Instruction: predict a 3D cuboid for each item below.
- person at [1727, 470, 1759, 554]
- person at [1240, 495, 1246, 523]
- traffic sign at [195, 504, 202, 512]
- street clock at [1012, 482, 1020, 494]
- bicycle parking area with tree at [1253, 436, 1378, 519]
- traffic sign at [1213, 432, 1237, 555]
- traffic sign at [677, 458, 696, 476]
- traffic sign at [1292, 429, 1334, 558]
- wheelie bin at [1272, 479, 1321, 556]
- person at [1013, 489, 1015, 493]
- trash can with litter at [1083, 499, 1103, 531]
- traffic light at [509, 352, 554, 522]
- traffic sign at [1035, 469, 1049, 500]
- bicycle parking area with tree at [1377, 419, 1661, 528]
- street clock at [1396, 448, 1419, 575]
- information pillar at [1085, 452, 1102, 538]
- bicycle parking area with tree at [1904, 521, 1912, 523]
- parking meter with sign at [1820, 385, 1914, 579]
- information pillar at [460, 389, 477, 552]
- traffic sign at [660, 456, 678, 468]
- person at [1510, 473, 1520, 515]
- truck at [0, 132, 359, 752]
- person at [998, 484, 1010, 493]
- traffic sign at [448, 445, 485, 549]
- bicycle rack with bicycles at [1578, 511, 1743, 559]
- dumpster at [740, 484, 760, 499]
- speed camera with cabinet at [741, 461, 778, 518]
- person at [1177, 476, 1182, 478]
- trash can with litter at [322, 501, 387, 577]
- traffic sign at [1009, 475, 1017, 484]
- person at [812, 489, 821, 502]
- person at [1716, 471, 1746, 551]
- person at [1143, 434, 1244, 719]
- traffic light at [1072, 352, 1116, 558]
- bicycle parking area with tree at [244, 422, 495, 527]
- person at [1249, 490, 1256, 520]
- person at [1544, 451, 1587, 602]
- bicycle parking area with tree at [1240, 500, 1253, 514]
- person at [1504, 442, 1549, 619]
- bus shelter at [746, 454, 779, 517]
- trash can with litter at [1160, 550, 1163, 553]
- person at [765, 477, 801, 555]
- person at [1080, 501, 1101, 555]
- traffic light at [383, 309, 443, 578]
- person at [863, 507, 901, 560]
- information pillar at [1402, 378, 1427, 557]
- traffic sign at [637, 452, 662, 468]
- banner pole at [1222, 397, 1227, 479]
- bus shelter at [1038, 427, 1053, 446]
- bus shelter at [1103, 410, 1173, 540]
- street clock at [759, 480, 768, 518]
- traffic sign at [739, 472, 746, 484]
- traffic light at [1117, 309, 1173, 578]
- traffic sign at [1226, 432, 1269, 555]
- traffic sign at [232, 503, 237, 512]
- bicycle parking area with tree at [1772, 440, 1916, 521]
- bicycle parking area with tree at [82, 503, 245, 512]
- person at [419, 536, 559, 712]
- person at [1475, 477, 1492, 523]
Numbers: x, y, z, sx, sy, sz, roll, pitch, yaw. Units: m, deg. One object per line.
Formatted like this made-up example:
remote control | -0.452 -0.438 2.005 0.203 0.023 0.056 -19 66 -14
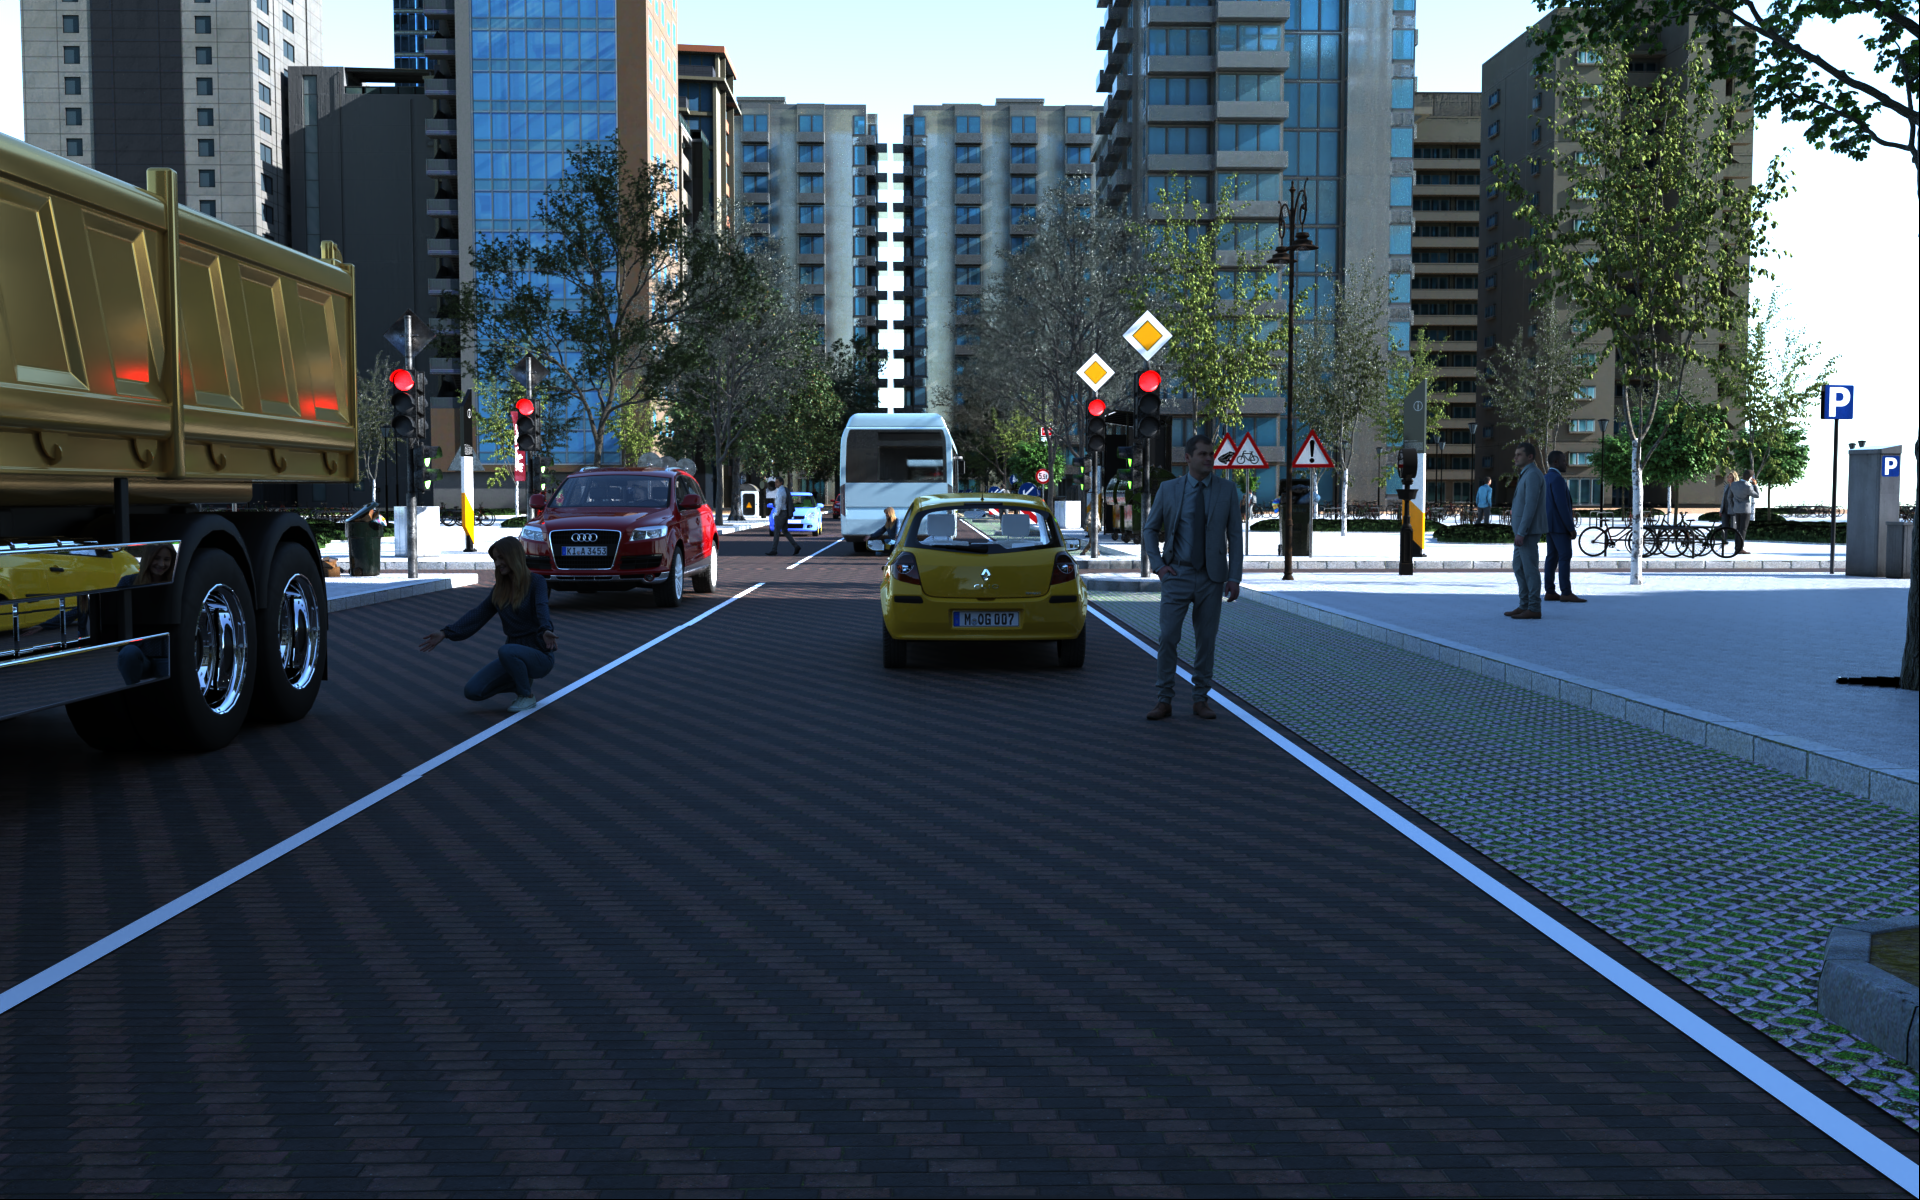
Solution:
person | 16.745 -1.885 37.039 0.473 1.802 0.592 -1 4 -11
person | 12.691 -4.082 77.460 0.362 1.253 0.373 3 5 41
traffic sign | -9.582 -1.326 21.780 0.768 2.556 0.104 0 4 7
street clock | 3.460 -6.247 106.708 0.471 2.002 0.358 -3 4 -38
bicycle parking area with tree | 20.464 -5.915 83.715 9.016 4.147 8.231 -3 4 -38
traffic sign | 5.643 -2.240 36.625 0.884 2.594 0.081 0 4 2
traffic sign | -9.717 -3.743 61.300 0.768 2.556 0.104 0 4 4
traffic sign | 7.064 -2.129 34.818 0.884 2.594 0.081 0 4 4
wheelie bin | 6.982 -1.713 35.914 0.980 1.594 0.693 0 4 4
person | 4.860 -9.257 157.411 0.705 1.823 1.348 -2 4 -32
trash can with litter | 4.483 -2.925 59.211 0.624 1.170 1.055 -1 4 -20
traffic light | -8.489 -2.773 34.267 0.839 4.253 0.868 0 4 -1
traffic sign | 4.160 -5.299 86.749 0.768 2.556 0.104 0 4 2
bicycle parking area with tree | 22.727 -4.960 68.096 9.016 4.147 8.231 -3 4 -37
street clock | 7.070 -1.396 27.403 0.358 2.002 0.471 0 4 4
information pillar | 3.939 -3.644 50.935 0.504 3.616 0.183 3 4 37
bicycle parking area with tree | 46.764 -5.769 81.327 8.231 4.147 9.016 -1 4 -14
parking meter with sign | 14.207 -1.876 26.940 0.543 3.016 1.738 -1 4 -14
information pillar | -10.922 -2.877 38.392 0.183 3.616 0.504 0 4 7
traffic sign | -9.782 -3.527 57.774 0.768 2.556 0.104 0 4 0
person | 13.773 -2.211 42.218 0.660 1.820 0.620 -2 4 -33
truck | -5.303 -0.693 7.247 3.469 3.379 9.791 0 4 -2
person | 1.777 -3.698 69.057 0.679 1.850 0.850 0 4 -8
traffic sign | -11.229 -2.408 39.370 0.884 2.594 0.081 0 4 8
bicycle rack with bicycles | 14.548 -1.351 35.474 2.925 0.926 2.852 3 5 43
dumpster | -11.848 -5.542 96.364 1.264 1.857 1.865 0 4 -1
speed camera with cabinet | -10.935 -6.122 94.437 2.038 3.252 0.660 0 4 -5
person | 6.588 -2.817 52.209 0.850 1.850 0.679 -1 4 -21
trash can with litter | -9.502 -0.951 26.933 1.055 1.170 0.624 -2 4 -30
traffic sign | 3.471 -6.612 108.217 0.768 2.556 0.104 0 4 4
person | -13.884 -9.771 165.807 1.348 1.822 0.705 0 4 2
person | 17.262 -1.979 38.579 0.728 1.800 0.709 -1 4 -19
person | 1.496 -0.155 11.128 0.635 1.810 0.391 0 4 -3
traffic light | 2.669 -2.789 34.515 0.839 4.253 0.868 0 4 -1
bicycle parking area with tree | -23.392 -5.122 70.754 9.016 4.147 8.231 -1 4 -9
person | 14.666 -4.814 87.339 0.523 1.515 0.503 -1 4 -10
person | 7.159 -0.888 20.747 0.419 1.800 0.721 -1 4 -11
bicycle parking area with tree | 13.336 -6.645 95.650 9.016 4.147 8.231 1 4 15
person | 5.859 -0.716 17.855 0.391 1.810 0.635 1 4 11
bus shelter | -11.307 -6.717 101.101 1.731 3.624 6.357 0 4 -1
trash can with litter | 5.314 -1.653 38.082 2.233 1.210 1.678 -1 4 -13
person | -4.138 -1.952 40.512 0.850 1.850 0.679 1 4 9
person | 2.924 -1.542 37.985 0.640 1.303 0.475 2 4 24
traffic light | -8.323 -2.285 26.284 0.839 4.253 0.868 0 4 -1
person | -1.536 -1.462 37.909 0.738 1.151 1.012 -2 4 -35
information pillar | 9.268 -2.687 35.285 0.504 3.616 0.183 3 5 44
traffic sign | -9.449 -3.218 52.725 0.768 2.556 0.104 0 4 5
banner pole | 6.627 -3.267 43.431 0.401 3.779 0.863 0 4 1
bus shelter | 4.526 -7.549 101.057 2.179 5.291 8.768 0 4 -1
bus shelter | 5.078 -3.672 51.327 1.731 3.624 6.357 0 4 -1
street clock | -10.368 -5.310 91.394 0.471 2.002 0.358 3 5 44
traffic sign | -12.587 -6.127 99.906 0.795 2.593 0.064 0 4 0
traffic light | 2.836 -2.300 26.532 0.839 4.253 0.868 0 4 -1
traffic sign | 5.998 -2.211 36.161 0.884 2.594 0.081 0 4 7
traffic sign | -11.036 -1.610 26.331 0.884 2.594 0.081 0 4 -1
bicycle parking area with tree | 49.022 -6.612 95.109 9.016 4.147 8.231 2 4 35
bicycle parking area with tree | -35.457 -5.836 82.426 9.016 4.147 8.231 1 4 22
person | -2.951 0.155 11.459 1.012 1.151 0.738 2 4 32
person | 16.384 -2.950 54.292 0.620 1.820 0.660 -2 4 -32
